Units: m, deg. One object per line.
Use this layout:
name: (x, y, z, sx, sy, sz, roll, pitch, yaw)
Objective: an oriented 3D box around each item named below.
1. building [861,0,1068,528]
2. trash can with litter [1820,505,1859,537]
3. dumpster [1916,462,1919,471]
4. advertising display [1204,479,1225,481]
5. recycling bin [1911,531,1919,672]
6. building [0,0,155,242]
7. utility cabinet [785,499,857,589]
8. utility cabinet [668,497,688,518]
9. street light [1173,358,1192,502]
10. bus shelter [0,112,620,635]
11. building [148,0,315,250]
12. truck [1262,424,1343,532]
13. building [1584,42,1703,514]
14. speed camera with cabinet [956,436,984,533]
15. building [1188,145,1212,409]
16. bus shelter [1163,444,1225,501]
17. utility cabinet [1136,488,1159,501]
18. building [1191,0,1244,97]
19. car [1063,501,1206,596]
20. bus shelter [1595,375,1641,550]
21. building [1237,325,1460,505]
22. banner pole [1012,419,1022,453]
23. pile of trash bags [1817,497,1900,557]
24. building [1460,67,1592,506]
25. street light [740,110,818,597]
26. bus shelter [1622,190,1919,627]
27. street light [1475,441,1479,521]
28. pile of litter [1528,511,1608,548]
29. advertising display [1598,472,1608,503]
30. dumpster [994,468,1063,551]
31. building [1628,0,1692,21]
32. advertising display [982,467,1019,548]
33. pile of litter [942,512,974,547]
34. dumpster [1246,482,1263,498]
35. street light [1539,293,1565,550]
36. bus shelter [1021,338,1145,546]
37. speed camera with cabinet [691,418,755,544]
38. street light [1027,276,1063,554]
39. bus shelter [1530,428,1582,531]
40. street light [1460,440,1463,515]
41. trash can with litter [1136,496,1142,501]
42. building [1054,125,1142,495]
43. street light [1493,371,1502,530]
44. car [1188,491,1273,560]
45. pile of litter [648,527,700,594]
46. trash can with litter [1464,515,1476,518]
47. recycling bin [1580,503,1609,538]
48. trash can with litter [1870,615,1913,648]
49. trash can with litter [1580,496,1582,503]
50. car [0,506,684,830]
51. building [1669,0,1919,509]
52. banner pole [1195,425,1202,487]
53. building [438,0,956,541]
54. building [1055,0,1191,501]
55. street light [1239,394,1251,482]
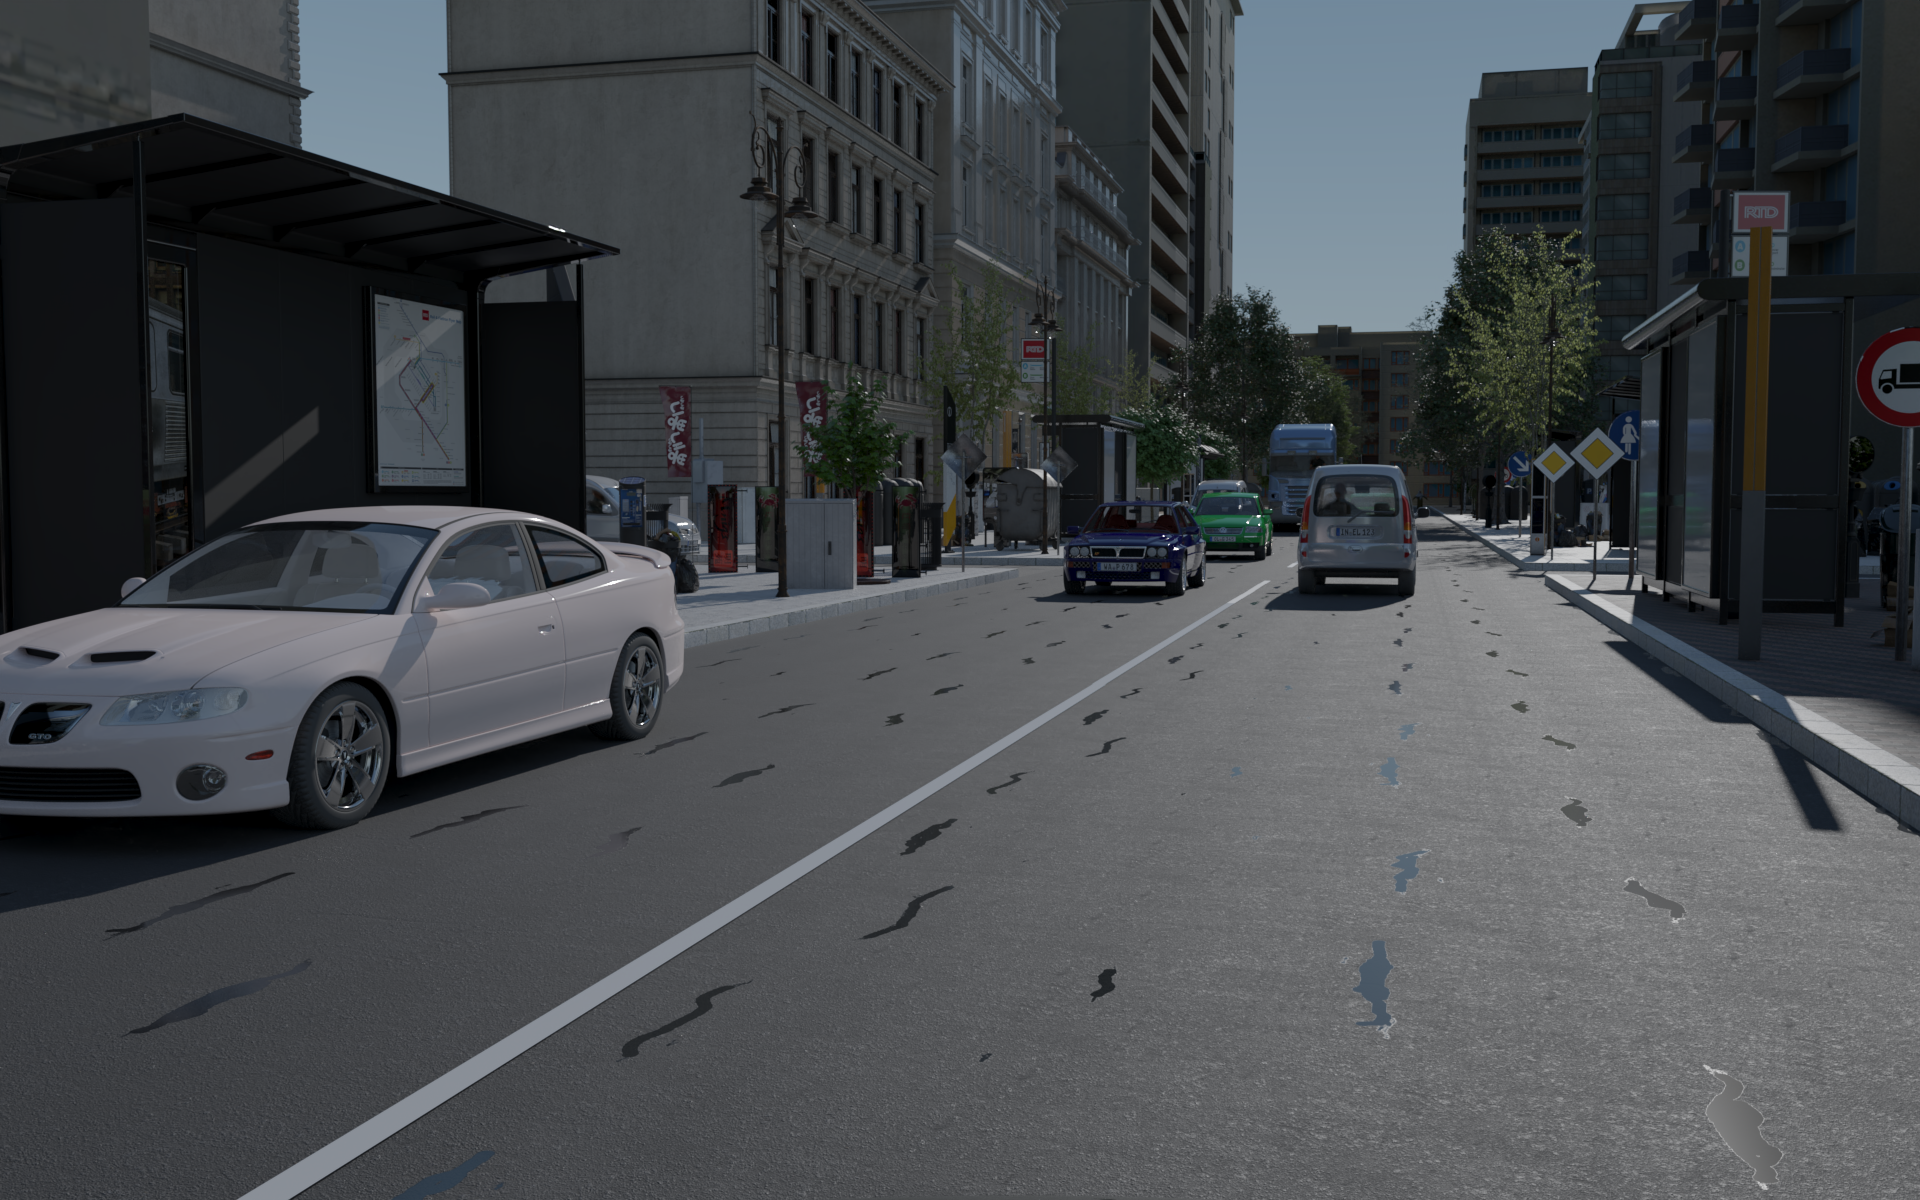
building: (-3.825, -17.695, 75.221, 13.634, 28.700, 20.117, 1, 4, 14)
trash can with litter: (12.516, -0.826, 24.890, 0.624, 1.170, 1.055, 1, 4, 19)
dumpster: (6.210, -0.233, 9.561, 1.264, 1.857, 1.865, 1, 4, 14)
advertising display: (10.520, -4.080, 71.930, 0.974, 1.923, 0.123, 0, 4, -6)
recycling bin: (7.389, 0.002, 12.518, 0.722, 1.027, 0.722, -3, 5, -45)
building: (-23.392, -23.863, 13.859, 21.600, 48.544, 21.300, 1, 4, 14)
utility cabinet: (-1.929, -0.754, 23.492, 1.020, 1.237, 0.306, 0, 4, 7)
utility cabinet: (-6.941, -1.926, 42.650, 0.306, 1.237, 1.020, 0, 4, 2)
street light: (7.558, -5.264, 58.858, 0.468, 5.910, 1.993, 1, 4, 14)
bus shelter: (-4.849, -1.386, 13.937, 1.731, 3.624, 6.357, 1, 4, 14)
building: (-33.084, -14.010, 57.945, 19.941, 23.489, 11.050, 1, 4, 14)
truck: (14.569, -5.055, 72.411, 2.967, 4.110, 18.799, 1, 4, 13)
building: (48.744, -20.968, 114.527, 14.160, 30.474, 14.107, 1, 4, 14)
speed camera with cabinet: (0.279, -3.924, 58.492, 0.660, 3.252, 2.038, -1, 4, -15)
building: (12.686, -22.629, 141.691, 14.160, 30.474, 14.107, 1, 4, 14)
bus shelter: (9.097, -4.534, 68.049, 2.014, 3.302, 5.546, 1, 4, 14)
utility cabinet: (6.574, -3.292, 62.500, 1.173, 1.500, 0.318, 1, 4, 23)
building: (11.858, -35.299, 166.380, 27.495, 52.752, 28.713, 1, 4, 14)
car: (2.648, -0.810, 25.822, 1.945, 1.354, 3.894, 1, 4, 14)
bus shelter: (14.761, -2.796, 37.004, 1.731, 3.624, 6.357, 1, 4, 15)
building: (45.954, -22.452, 212.124, 28.899, 21.520, 27.650, 1, 4, 14)
banner pole: (1.907, -4.155, 57.947, 0.401, 3.779, 0.863, -2, 4, -24)
pile of trash bags: (19.295, -1.570, 35.426, 3.447, 1.369, 1.912, 2, 4, 24)
building: (69.291, -35.291, 200.709, 21.600, 48.544, 21.300, 1, 4, 14)
street light: (-2.210, -2.973, 21.403, 0.468, 5.910, 1.993, 1, 4, 14)
bus shelter: (9.268, -2.638, 20.759, 2.179, 5.291, 8.768, 1, 4, 14)
street light: (24.970, -6.770, 83.474, 0.468, 5.910, 1.993, 1, 4, 14)
pile of litter: (14.687, -1.732, 42.280, 1.176, 0.858, 1.719, -1, 4, -19)
advertising display: (18.856, -2.797, 50.939, 0.123, 1.923, 0.974, 2, 4, 34)
dumpster: (1.546, -2.061, 39.448, 1.264, 1.857, 1.865, 1, 4, 15)
building: (62.247, -26.835, 130.636, 32.217, 40.220, 23.993, 1, 4, 14)
advertising display: (0.993, -2.224, 41.572, 0.974, 1.923, 0.123, 2, 4, 29)
pile of litter: (-0.190, -1.760, 42.747, 1.176, 0.858, 1.719, 1, 4, 12)
dumpster: (14.484, -4.965, 86.940, 1.264, 1.857, 1.865, 1, 4, 15)
street light: (13.611, -4.108, 39.951, 0.468, 5.910, 1.993, 1, 4, 14)
bus shelter: (3.287, -4.246, 47.055, 2.179, 5.291, 8.768, 1, 4, 15)
speed camera with cabinet: (-6.099, -3.090, 44.863, 2.038, 3.252, 0.660, 3, 5, 42)
street light: (1.815, -3.917, 36.830, 0.468, 5.910, 1.993, 1, 4, 14)
bus shelter: (21.726, -4.430, 63.713, 1.731, 3.624, 6.357, 1, 4, 14)
street light: (30.508, -8.100, 105.229, 0.468, 5.910, 1.993, 1, 4, 14)
trash can with litter: (7.205, -3.793, 73.072, 1.678, 1.210, 2.233, 1, 4, 11)
building: (1.831, -15.650, 97.673, 13.314, 21.916, 24.055, 1, 4, 14)
street light: (19.294, -5.454, 61.961, 0.468, 5.910, 1.993, 1, 4, 14)
car: (6.112, -1.859, 39.190, 1.959, 1.807, 4.718, 1, 4, 13)
pile of litter: (-4.024, -0.505, 22.225, 1.176, 0.858, 1.719, 3, 4, 36)
trash can with litter: (28.302, -5.037, 93.413, 1.678, 1.210, 2.233, -3, 4, -38)
recycling bin: (17.998, -2.237, 49.133, 0.722, 1.027, 0.722, 2, 4, 24)
trash can with litter: (8.146, -0.180, 14.327, 1.055, 1.170, 0.624, 3, 5, 39)
trash can with litter: (35.742, -5.378, 98.992, 2.233, 1.210, 1.678, -1, 4, -10)
car: (-3.098, 0.201, 9.076, 2.083, 1.381, 4.827, 1, 4, 16)
building: (44.725, -25.876, 77.693, 22.147, 44.769, 28.867, 1, 4, 14)
banner pole: (8.734, -4.494, 63.488, 0.401, 3.779, 0.863, 1, 4, 21)
building: (-7.672, -11.717, 56.196, 10.561, 19.102, 19.286, 1, 4, 14)
building: (4.584, -30.640, 124.673, 21.300, 48.544, 21.600, 1, 4, 14)
street light: (13.184, -6.581, 80.384, 0.468, 5.910, 1.993, 1, 4, 14)
